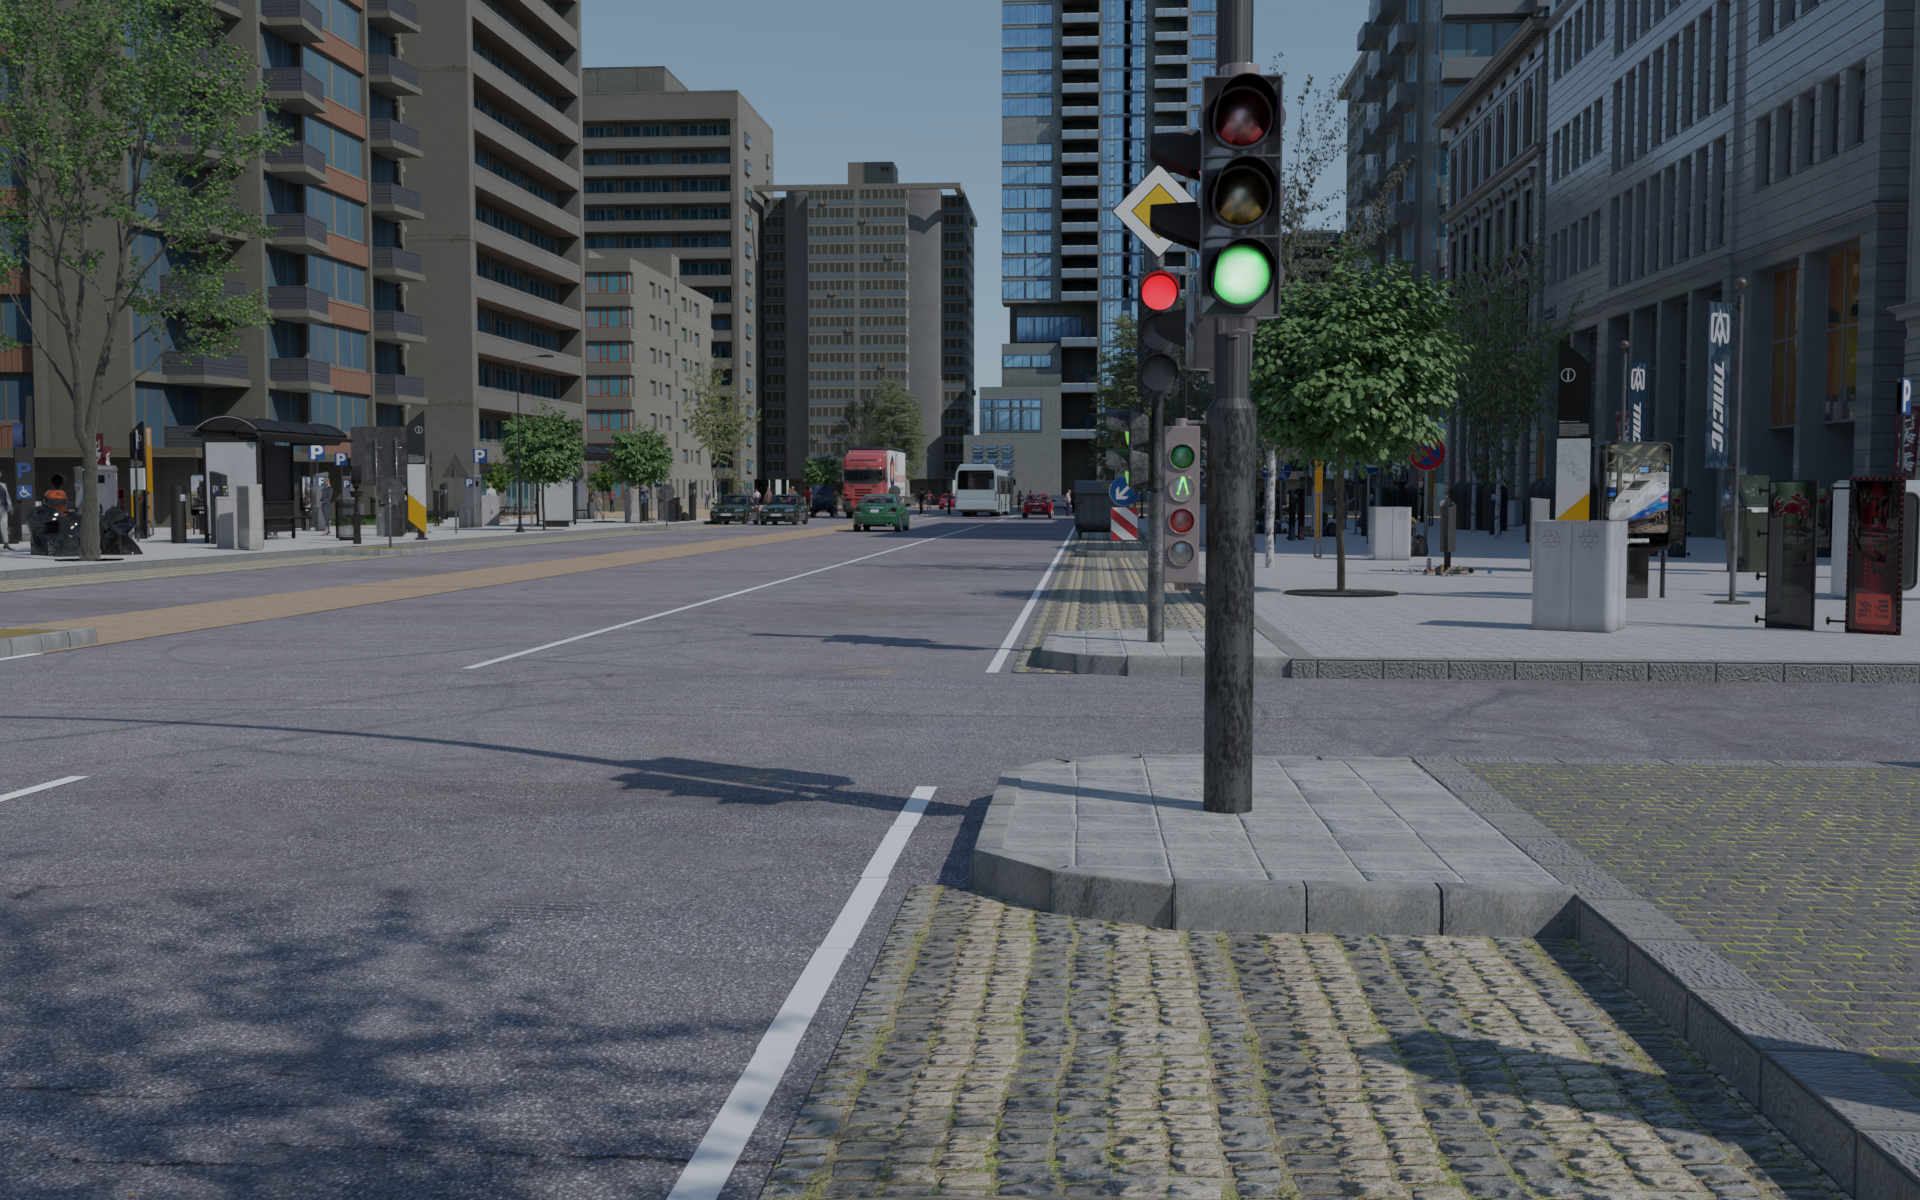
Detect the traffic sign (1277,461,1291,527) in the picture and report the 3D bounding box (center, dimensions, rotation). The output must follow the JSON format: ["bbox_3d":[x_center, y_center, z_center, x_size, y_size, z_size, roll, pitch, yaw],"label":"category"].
[{"bbox_3d":[12.362,-4.073,66.699,0.768,2.556,0.104,1,4,8],"label":"traffic sign"}]

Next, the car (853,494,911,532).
[{"bbox_3d":[-3.028,-3.384,67.128,2.131,1.459,4.920,0,4,4],"label":"car"}]

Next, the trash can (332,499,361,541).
[{"bbox_3d":[-16.928,-2.213,47.830,0.748,1.137,0.748,0,3,0],"label":"trash can"}]

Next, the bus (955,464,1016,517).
[{"bbox_3d":[1.716,-7.227,113.016,2.948,3.499,13.247,0,4,6],"label":"bus"}]

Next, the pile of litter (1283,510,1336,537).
[{"bbox_3d":[10.775,-2.347,52.336,1.719,0.858,1.176,0,4,4],"label":"pile of litter"}]

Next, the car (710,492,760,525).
[{"bbox_3d":[-10.645,-4.414,81.957,2.009,1.686,4.222,0,4,5],"label":"car"}]

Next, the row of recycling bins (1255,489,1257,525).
[{"bbox_3d":[11.346,-3.834,69.801,1.069,1.692,3.534,0,4,5],"label":"row of recycling bins"}]

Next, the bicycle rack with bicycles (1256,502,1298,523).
[{"bbox_3d":[14.122,-3.974,78.364,2.925,0.926,2.852,-2,4,-29],"label":"bicycle rack with bicycles"}]

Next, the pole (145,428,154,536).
[{"bbox_3d":[-24.961,-3.638,53.332,0.158,3.312,0.155,0,3,0],"label":"pole"}]

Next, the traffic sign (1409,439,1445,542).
[{"bbox_3d":[10.056,-2.279,37.360,0.768,2.556,0.104,0,4,8],"label":"traffic sign"}]

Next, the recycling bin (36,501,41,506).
[{"bbox_3d":[-31.654,-2.836,58.925,0.722,1.027,0.722,-1,4,-16],"label":"recycling bin"}]

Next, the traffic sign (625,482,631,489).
[{"bbox_3d":[-16.849,-5.289,88.605,0.606,2.300,0.079,0,4,7],"label":"traffic sign"}]

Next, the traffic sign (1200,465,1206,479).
[{"bbox_3d":[10.532,-4.652,76.171,0.768,2.556,0.104,1,4,10],"label":"traffic sign"}]

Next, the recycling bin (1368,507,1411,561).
[{"bbox_3d":[8.370,-1.297,33.759,0.722,1.027,0.722,0,4,5],"label":"recycling bin"}]

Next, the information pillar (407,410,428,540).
[{"bbox_3d":[-15.140,-3.483,48.304,0.504,3.616,0.183,0,4,-8],"label":"information pillar"}]

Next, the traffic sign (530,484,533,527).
[{"bbox_3d":[-16.485,-4.067,66.609,0.768,2.556,0.104,0,4,7],"label":"traffic sign"}]

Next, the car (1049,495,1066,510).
[{"bbox_3d":[8.954,-9.032,160.029,2.083,1.381,4.827,0,4,4],"label":"car"}]

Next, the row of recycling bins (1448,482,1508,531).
[{"bbox_3d":[18.440,-3.347,61.830,1.069,1.692,3.534,-1,4,-9],"label":"row of recycling bins"}]

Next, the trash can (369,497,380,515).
[{"bbox_3d":[-25.829,-3.986,76.816,0.748,1.137,0.748,0,3,0],"label":"trash can"}]

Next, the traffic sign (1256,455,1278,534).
[{"bbox_3d":[9.712,-3.357,54.997,0.768,2.556,0.104,0,4,8],"label":"traffic sign"}]

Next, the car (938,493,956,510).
[{"bbox_3d":[-0.959,-9.286,160.866,2.155,1.783,4.494,0,4,4],"label":"car"}]

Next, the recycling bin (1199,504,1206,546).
[{"bbox_3d":[5.677,-1.851,42.824,0.722,1.027,0.722,-3,5,-41],"label":"recycling bin"}]

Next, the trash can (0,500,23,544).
[{"bbox_3d":[-24.492,-2.014,44.582,0.748,1.137,0.748,0,3,0],"label":"trash can"}]

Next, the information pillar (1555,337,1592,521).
[{"bbox_3d":[9.175,-2.116,25.953,0.504,3.616,0.183,1,4,19],"label":"information pillar"}]

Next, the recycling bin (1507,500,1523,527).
[{"bbox_3d":[21.778,-3.425,68.546,0.722,1.027,0.722,3,5,41],"label":"recycling bin"}]

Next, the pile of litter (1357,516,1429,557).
[{"bbox_3d":[8.902,-1.317,35.493,1.719,0.858,1.176,-2,4,-28],"label":"pile of litter"}]

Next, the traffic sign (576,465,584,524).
[{"bbox_3d":[-16.299,-4.480,73.346,0.768,2.556,0.104,1,4,8],"label":"traffic sign"}]

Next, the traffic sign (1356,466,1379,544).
[{"bbox_3d":[10.448,-2.702,44.277,0.768,2.556,0.104,0,4,7],"label":"traffic sign"}]

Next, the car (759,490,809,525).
[{"bbox_3d":[-8.207,-4.351,80.925,2.009,1.686,4.222,0,4,5],"label":"car"}]

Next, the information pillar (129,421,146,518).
[{"bbox_3d":[-26.255,-3.913,55.337,0.504,3.616,0.183,1,4,12],"label":"information pillar"}]

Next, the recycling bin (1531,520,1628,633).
[{"bbox_3d":[5.875,-0.237,16.423,0.722,1.027,0.722,2,4,32],"label":"recycling bin"}]

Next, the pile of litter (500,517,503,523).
[{"bbox_3d":[-21.102,-3.907,77.851,1.719,0.858,1.176,-2,4,-32],"label":"pile of litter"}]

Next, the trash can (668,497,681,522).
[{"bbox_3d":[-13.157,-4.147,79.454,0.748,1.137,0.748,0,3,0],"label":"trash can"}]

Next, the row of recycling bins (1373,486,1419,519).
[{"bbox_3d":[21.959,-4.908,87.353,1.069,1.692,3.534,3,5,45],"label":"row of recycling bins"}]

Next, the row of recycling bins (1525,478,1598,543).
[{"bbox_3d":[15.238,-2.258,44.027,1.069,1.692,3.534,0,4,1],"label":"row of recycling bins"}]

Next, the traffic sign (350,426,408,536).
[{"bbox_3d":[-17.282,-3.567,52.196,2.265,3.308,0.079,0,4,8],"label":"traffic sign"}]

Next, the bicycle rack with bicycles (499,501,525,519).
[{"bbox_3d":[-24.463,-4.679,89.889,2.925,0.926,2.852,2,4,25],"label":"bicycle rack with bicycles"}]

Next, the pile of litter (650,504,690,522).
[{"bbox_3d":[-13.443,-4.132,81.521,1.719,0.858,1.176,-2,4,-30],"label":"pile of litter"}]

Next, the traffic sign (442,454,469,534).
[{"bbox_3d":[-16.302,-3.423,55.968,0.884,2.594,0.081,0,4,5],"label":"traffic sign"}]

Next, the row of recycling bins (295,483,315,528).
[{"bbox_3d":[-25.123,-3.562,65.344,1.069,1.692,3.534,0,4,1],"label":"row of recycling bins"}]

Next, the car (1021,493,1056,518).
[{"bbox_3d":[4.710,-5.847,104.644,2.155,1.783,4.494,0,4,5],"label":"car"}]

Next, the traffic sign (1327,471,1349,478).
[{"bbox_3d":[10.279,-2.754,47.165,0.606,2.300,0.079,0,4,7],"label":"traffic sign"}]

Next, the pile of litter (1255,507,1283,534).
[{"bbox_3d":[9.859,-2.576,56.077,1.719,0.858,1.176,2,4,35],"label":"pile of litter"}]

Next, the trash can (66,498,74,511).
[{"bbox_3d":[-29.561,-2.804,57.493,0.748,1.137,0.748,0,3,0],"label":"trash can"}]

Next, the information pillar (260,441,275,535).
[{"bbox_3d":[-21.541,-3.822,53.843,0.504,3.616,0.183,-1,4,-9],"label":"information pillar"}]
